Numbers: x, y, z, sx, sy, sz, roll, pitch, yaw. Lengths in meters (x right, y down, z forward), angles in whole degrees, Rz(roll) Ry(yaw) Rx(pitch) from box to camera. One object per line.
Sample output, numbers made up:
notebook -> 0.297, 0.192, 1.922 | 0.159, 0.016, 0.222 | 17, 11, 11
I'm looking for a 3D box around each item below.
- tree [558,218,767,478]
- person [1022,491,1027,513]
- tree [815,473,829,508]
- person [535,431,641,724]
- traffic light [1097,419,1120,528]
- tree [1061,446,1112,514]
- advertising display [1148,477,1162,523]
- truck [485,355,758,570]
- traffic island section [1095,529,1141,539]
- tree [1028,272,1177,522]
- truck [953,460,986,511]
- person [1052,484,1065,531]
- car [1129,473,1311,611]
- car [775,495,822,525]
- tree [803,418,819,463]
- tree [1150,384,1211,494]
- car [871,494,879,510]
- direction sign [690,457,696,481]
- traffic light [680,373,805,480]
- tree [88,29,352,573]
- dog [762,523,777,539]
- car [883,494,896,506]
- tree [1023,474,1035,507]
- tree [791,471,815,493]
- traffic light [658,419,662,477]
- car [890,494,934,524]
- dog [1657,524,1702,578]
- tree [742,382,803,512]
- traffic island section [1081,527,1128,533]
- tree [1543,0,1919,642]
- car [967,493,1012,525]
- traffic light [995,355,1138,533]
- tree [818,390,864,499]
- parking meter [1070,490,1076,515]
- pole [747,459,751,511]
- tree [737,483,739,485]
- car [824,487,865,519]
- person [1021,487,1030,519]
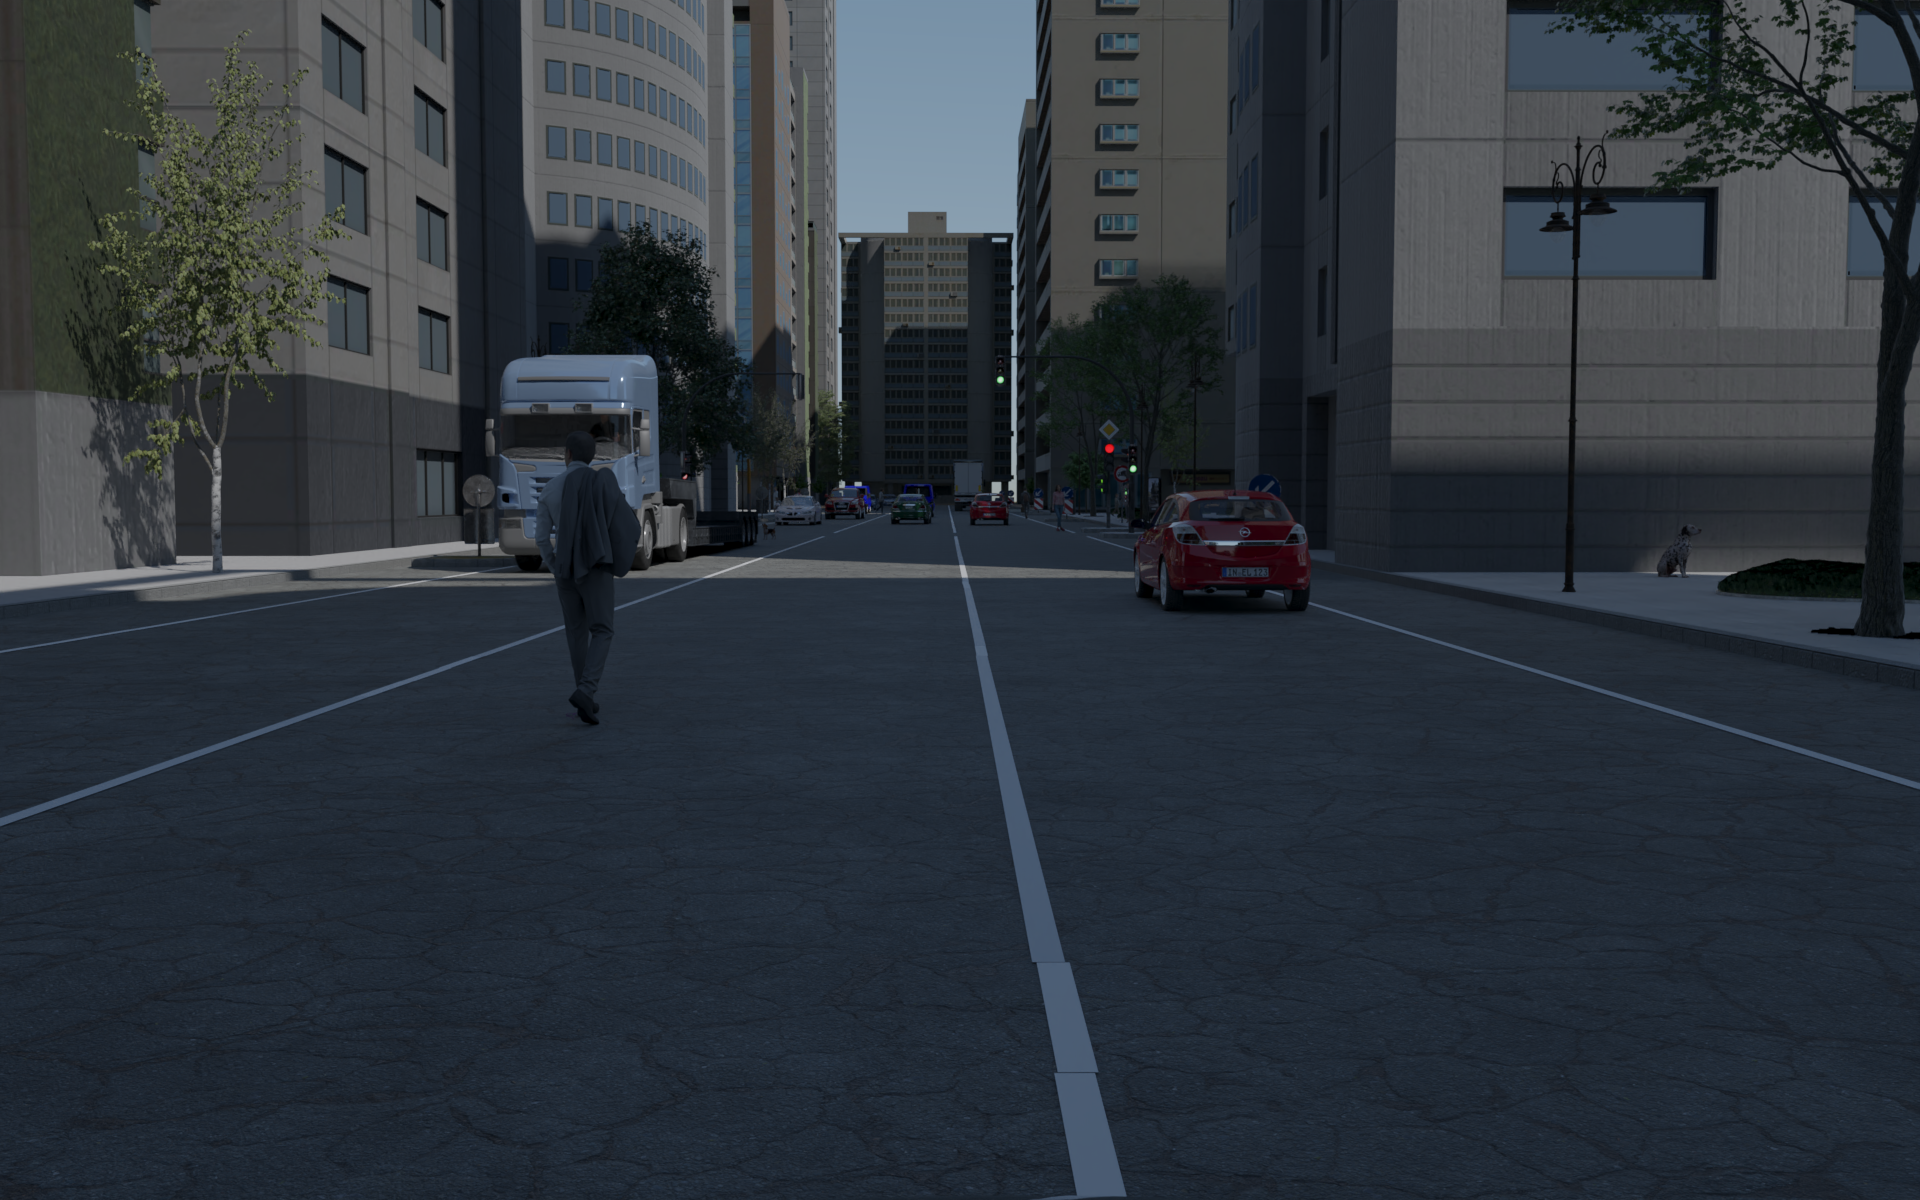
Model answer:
tree -> -12.759, -9.488, 72.136 | 9.611, 12.733, 9.660 | 0, 3, 0
person -> 4.957, -7.584, 131.858 | 0.474, 1.900, 0.648 | 1, 4, 9
tree -> -13.176, -10.157, 160.675 | 1.663, 3.219, 1.824 | 0, 3, 0
person -> -2.347, -0.144, 10.962 | 0.679, 1.850, 0.850 | 0, 4, 2
traffic light -> 5.560, -4.652, 64.985 | 0.839, 4.253, 0.868 | 0, 4, 0
tree -> 8.294, -7.962, 113.884 | 4.285, 4.588, 4.351 | 0, 3, 0
advertising display -> 7.369, -3.692, 65.586 | 0.123, 1.923, 0.974 | -1, 4, -19
truck -> -6.982, -3.038, 39.434 | 2.967, 4.110, 18.799 | 0, 4, 1
traffic island section -> 5.665, -2.130, 57.114 | 2.009, 0.180, 2.903 | 0, 4, 0
tree -> 8.822, -9.476, 80.682 | 9.928, 11.665, 9.643 | 0, 3, 0
truck -> 0.761, -9.738, 148.137 | 2.839, 4.237, 11.283 | 0, 4, 1
person -> 3.793, -3.562, 66.747 | 0.555, 1.821, 0.388 | -2, 4, -30
car -> 3.349, -0.836, 22.701 | 2.155, 1.783, 4.494 | 0, 4, -1
car -> -7.518, -4.190, 80.871 | 2.083, 1.381, 4.827 | 0, 4, 1
tree -> -12.919, -10.974, 129.781 | 4.360, 8.622, 3.978 | 0, 3, 0
tree -> 14.170, -9.970, 113.377 | 4.737, 8.622, 4.395 | 0, 3, 0
car -> -8.187, -8.693, 154.130 | 2.014, 1.417, 4.499 | 0, 4, 1
direction sign -> -12.209, -5.302, 78.677 | 0.379, 3.537, 0.876 | 1, 4, 17
traffic light -> -8.209, -5.518, 64.894 | 4.771, 5.953, 1.251 | 0, 4, 0
tree -> -12.113, -4.759, 28.172 | 4.737, 8.622, 4.395 | 0, 3, 0
dog -> -6.021, -2.170, 54.771 | 0.406, 0.507, 0.540 | 0, 4, 2
car -> -7.364, -10.276, 180.021 | 2.014, 1.417, 4.499 | 0, 4, -2
tree -> 7.089, -10.954, 173.695 | 1.663, 3.219, 1.824 | 0, 3, 0
tree -> -13.274, -9.118, 143.673 | 1.663, 3.219, 1.824 | 0, 3, 0
traffic light -> -10.236, -4.155, 56.857 | 0.839, 4.253, 0.868 | 0, 4, 0
car -> -2.342, -4.397, 83.695 | 2.131, 1.459, 4.920 | 0, 4, 1
dog -> 11.044, -0.761, 26.817 | 0.513, 0.831, 0.800 | 0, 4, -3
tree -> -12.776, -9.885, 111.985 | 4.360, 8.622, 3.978 | 0, 3, 0
traffic island section -> 5.600, -2.619, 65.099 | 2.009, 0.180, 2.903 | 0, 4, 0
tree -> 8.464, -5.471, 15.201 | 9.928, 11.665, 9.643 | 0, 3, 0
car -> 1.371, -4.386, 80.751 | 2.155, 1.783, 4.494 | 0, 4, 1
traffic light -> 3.533, -5.026, 56.842 | 4.771, 5.953, 1.251 | 0, 4, 0
tree -> -14.356, -16.516, 188.170 | 7.486, 12.596, 7.792 | 0, 3, 0
parking meter -> 6.975, -6.046, 107.258 | 0.372, 1.533, 0.369 | 0, 3, 0
pole -> -12.206, -6.506, 100.212 | 0.158, 3.312, 0.155 | 0, 3, 0
tree -> -18.764, -8.837, 139.080 | 1.663, 3.219, 1.824 | 0, 3, 0
car -> -6.587, -5.556, 99.514 | 2.281, 1.827, 5.304 | 0, 4, 1
person -> 3.831, -5.674, 101.232 | 0.622, 1.834, 0.822 | 1, 4, 20
